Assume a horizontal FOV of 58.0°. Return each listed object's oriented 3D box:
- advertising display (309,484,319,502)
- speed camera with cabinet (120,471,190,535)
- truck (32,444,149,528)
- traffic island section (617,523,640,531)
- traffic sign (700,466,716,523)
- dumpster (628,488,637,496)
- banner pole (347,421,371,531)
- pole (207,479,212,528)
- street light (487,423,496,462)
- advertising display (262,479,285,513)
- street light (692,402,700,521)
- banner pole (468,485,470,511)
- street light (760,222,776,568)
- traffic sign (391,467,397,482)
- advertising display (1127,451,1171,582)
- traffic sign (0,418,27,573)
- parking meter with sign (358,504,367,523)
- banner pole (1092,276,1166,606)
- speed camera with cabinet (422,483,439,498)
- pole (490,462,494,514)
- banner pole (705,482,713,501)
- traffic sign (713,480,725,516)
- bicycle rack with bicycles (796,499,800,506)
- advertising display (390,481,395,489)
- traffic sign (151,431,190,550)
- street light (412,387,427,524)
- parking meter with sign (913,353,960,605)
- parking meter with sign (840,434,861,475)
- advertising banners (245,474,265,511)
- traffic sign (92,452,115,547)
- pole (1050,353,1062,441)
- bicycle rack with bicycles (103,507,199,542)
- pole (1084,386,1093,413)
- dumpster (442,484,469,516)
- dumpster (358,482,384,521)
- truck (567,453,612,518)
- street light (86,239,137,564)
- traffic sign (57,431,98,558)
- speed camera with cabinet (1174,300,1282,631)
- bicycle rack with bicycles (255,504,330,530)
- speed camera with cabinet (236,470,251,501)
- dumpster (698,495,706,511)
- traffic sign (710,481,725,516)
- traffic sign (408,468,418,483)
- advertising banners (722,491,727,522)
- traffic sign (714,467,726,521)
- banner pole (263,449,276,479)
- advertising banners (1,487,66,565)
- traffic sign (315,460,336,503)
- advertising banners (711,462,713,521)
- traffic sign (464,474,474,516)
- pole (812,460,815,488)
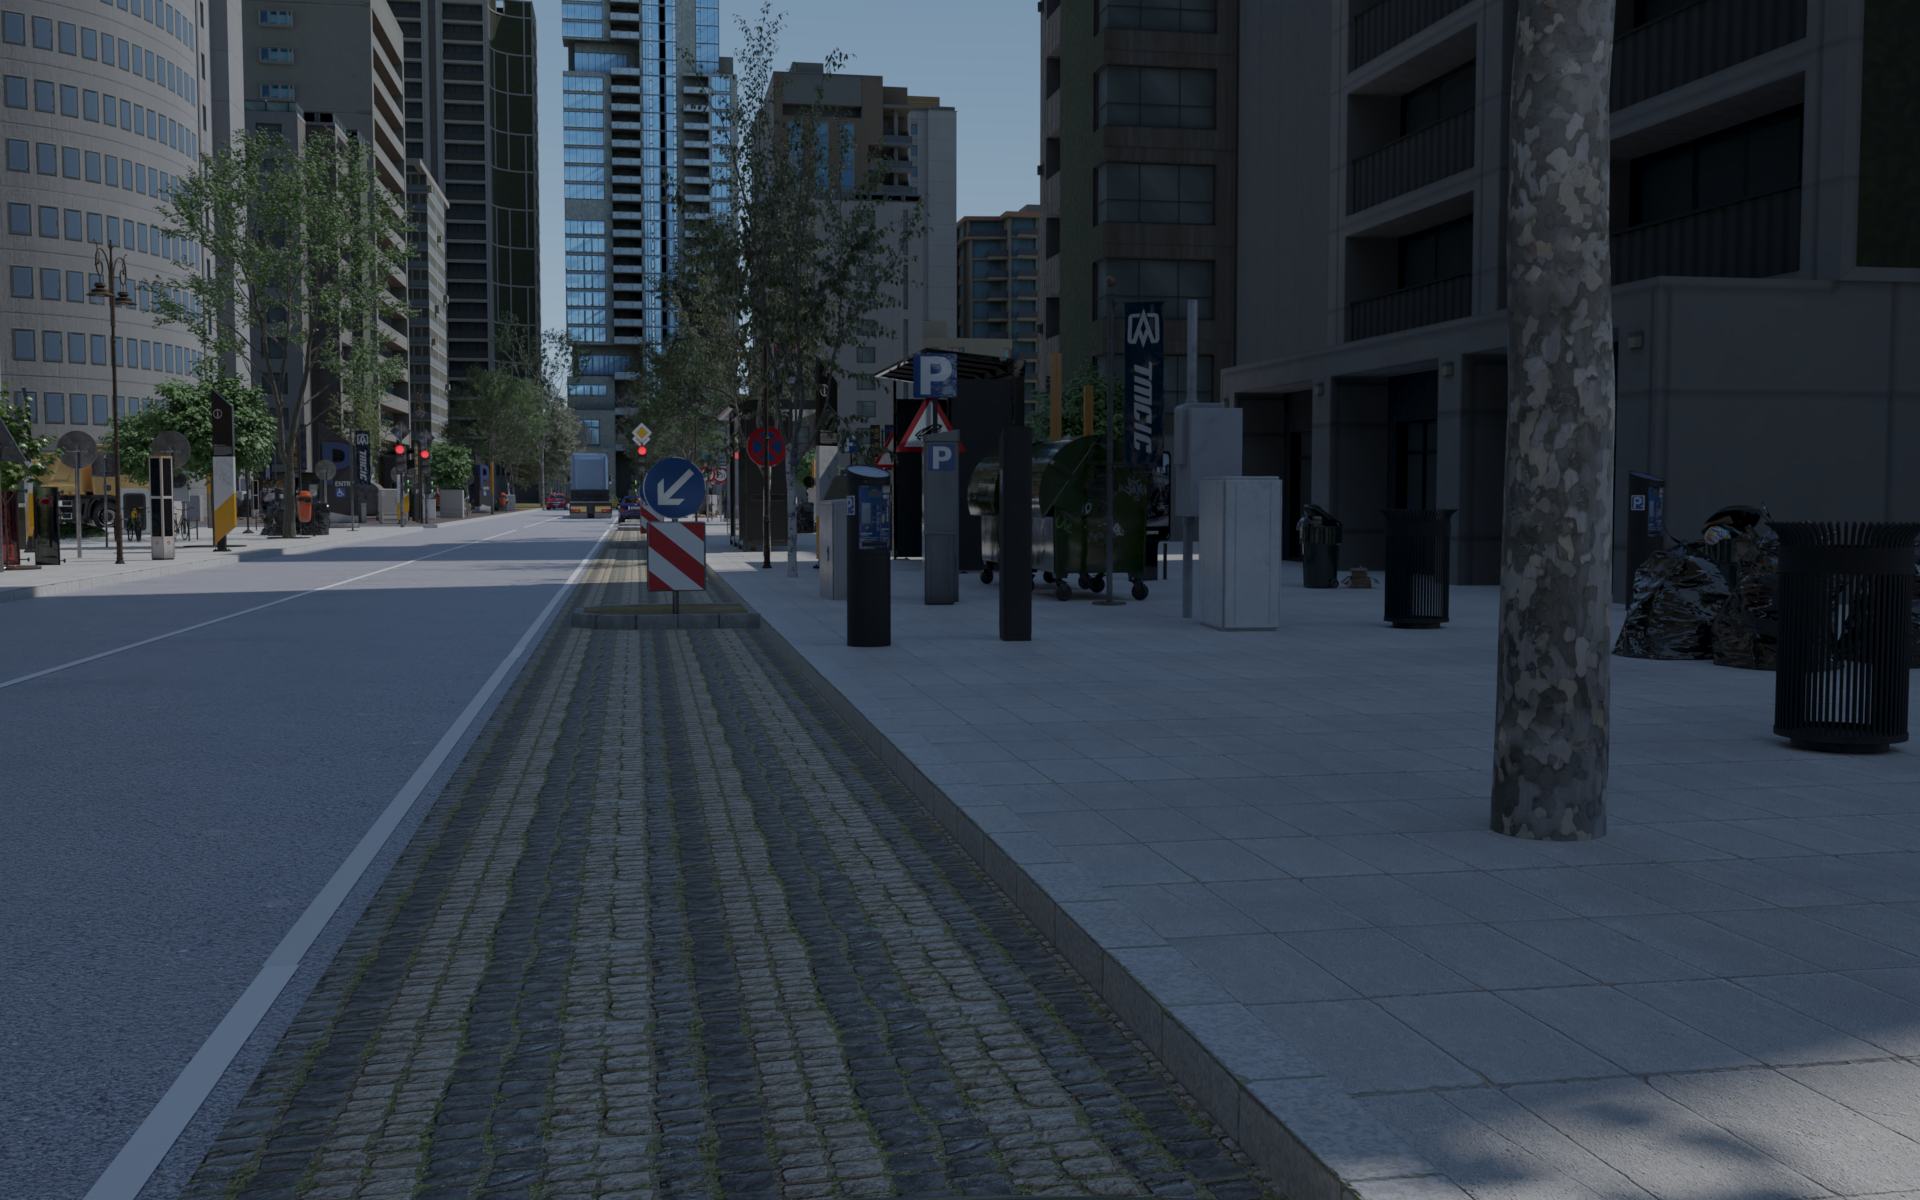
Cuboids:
[{"bbox_3d":[-42.925,-6.720,115.088,0.974,1.923,0.123,3,4,38],"label":"advertising display"},{"bbox_3d":[-25.523,-3.701,54.853,2.038,3.252,0.660,-1,4,-22],"label":"speed camera with cabinet"},{"bbox_3d":[-35.019,-4.364,67.274,9.791,3.379,3.469,-1,4,-10],"label":"truck"},{"bbox_3d":[-12.467,-2.811,68.239,2.009,0.180,2.903,-1,4,-11],"label":"traffic island section"},{"bbox_3d":[-11.361,-4.762,77.964,0.768,2.556,0.104,0,4,-4],"label":"traffic sign"},{"bbox_3d":[-41.949,-13.410,224.203,1.985,2.255,1.502,-1,4,-9],"label":"dumpster"},{"bbox_3d":[-20.777,-4.271,59.841,0.863,3.779,0.401,-1,4,-20],"label":"banner pole"},{"bbox_3d":[-28.076,-4.339,64.780,0.158,3.312,0.155,0,3,0],"label":"pole"},{"bbox_3d":[-30.623,-8.598,113.372,0.468,5.910,1.993,-1,4,-11],"label":"street light"},{"bbox_3d":[-30.136,-4.334,76.071,0.974,1.923,0.123,0,4,-5],"label":"advertising display"},{"bbox_3d":[-10.390,-5.829,68.093,0.468,5.910,1.993,-1,4,-11],"label":"street light"},{"bbox_3d":[-37.481,-8.667,131.715,0.401,3.779,0.863,-3,5,-43],"label":"banner pole"},{"bbox_3d":[-3.335,-3.484,29.752,0.468,5.910,1.993,-1,4,-11],"label":"street light"},{"bbox_3d":[-25.060,-4.729,77.432,0.768,2.556,0.104,0,4,-5],"label":"traffic sign"},{"bbox_3d":[2.786,-1.250,25.646,0.123,1.923,0.974,3,5,43],"label":"advertising display"},{"bbox_3d":[-15.674,-1.727,28.248,0.884,2.594,0.081,0,4,-1],"label":"traffic sign"},{"bbox_3d":[-26.736,-4.866,75.821,0.543,3.016,1.738,1,4,20],"label":"parking meter with sign"},{"bbox_3d":[1.949,-1.828,19.903,0.863,3.779,0.401,1,4,20],"label":"banner pole"},{"bbox_3d":[-43.587,-9.014,141.707,2.038,3.252,0.660,0,4,2],"label":"speed camera with cabinet"},{"bbox_3d":[-29.382,-7.026,108.724,0.158,3.312,0.155,0,3,0],"label":"pole"},{"bbox_3d":[-19.643,-8.873,135.087,0.863,3.779,0.401,-2,4,-27],"label":"banner pole"},{"bbox_3d":[-14.226,-6.257,102.406,0.768,2.556,0.104,0,4,-2],"label":"traffic sign"},{"bbox_3d":[-12.175,-6.831,125.061,2.925,0.926,2.852,3,5,39],"label":"bicycle rack with bicycles"},{"bbox_3d":[-27.902,-4.888,85.137,0.123,1.923,0.974,-2,4,-24],"label":"advertising display"},{"bbox_3d":[-15.925,-2.132,34.967,0.768,2.556,0.104,0,4,-3],"label":"traffic sign"},{"bbox_3d":[-23.419,-6.264,75.211,0.468,5.910,1.993,-1,4,-11],"label":"street light"},{"bbox_3d":[-0.260,-1.498,20.753,0.543,3.016,1.738,0,4,-3],"label":"parking meter with sign"},{"bbox_3d":[-3.201,-3.254,49.461,0.543,3.016,1.738,0,4,3],"label":"parking meter with sign"},{"bbox_3d":[-40.829,-6.374,100.399,2.074,3.025,0.090,2,4,33],"label":"advertising banners"},{"bbox_3d":[-20.615,-2.426,41.788,0.606,2.300,0.079,0,4,-8],"label":"traffic sign"},{"bbox_3d":[1.394,-1.920,25.230,0.158,3.312,0.155,0,3,0],"label":"pole"},{"bbox_3d":[-22.113,-2.081,47.398,2.852,0.926,2.925,-1,4,-16],"label":"bicycle rack with bicycles"},{"bbox_3d":[2.422,-2.381,32.771,0.158,3.312,0.155,0,3,0],"label":"pole"},{"bbox_3d":[-29.561,-6.043,101.293,1.502,2.255,1.985,-1,4,-11],"label":"dumpster"},{"bbox_3d":[-28.136,-4.688,82.403,1.264,1.857,1.865,-1,4,-11],"label":"dumpster"},{"bbox_3d":[-23.292,-7.293,108.997,2.967,4.110,18.799,-1,4,-12],"label":"truck"},{"bbox_3d":[-15.418,-3.598,31.610,0.468,5.910,1.993,-1,4,-11],"label":"street light"},{"bbox_3d":[-17.700,-2.119,34.747,0.768,2.556,0.104,-1,4,-9],"label":"traffic sign"},{"bbox_3d":[2.625,-1.391,17.075,0.660,3.252,2.038,0,4,-6],"label":"speed camera with cabinet"},{"bbox_3d":[-23.743,-2.935,61.364,2.852,0.926,2.925,-2,4,-30],"label":"bicycle rack with bicycles"},{"bbox_3d":[-43.071,-6.712,104.071,0.660,3.252,2.038,0,4,-4],"label":"speed camera with cabinet"},{"bbox_3d":[-16.216,-6.158,106.440,1.264,1.857,1.865,-1,4,-10],"label":"dumpster"},{"bbox_3d":[-14.448,-6.311,103.184,0.884,2.594,0.081,-1,4,-9],"label":"traffic sign"},{"bbox_3d":[-26.510,-5.135,84.057,0.768,2.556,0.104,0,4,-2],"label":"traffic sign"},{"bbox_3d":[-10.608,-5.118,79.871,0.090,3.025,2.074,-2,4,-25],"label":"advertising banners"},{"bbox_3d":[-11.212,-4.958,81.176,0.768,2.556,0.104,0,4,-4],"label":"traffic sign"},{"bbox_3d":[-38.051,-6.461,95.652,0.863,3.779,0.401,-2,4,-30],"label":"banner pole"},{"bbox_3d":[-17.190,-2.141,31.200,2.074,3.025,0.090,0,4,2],"label":"advertising banners"},{"bbox_3d":[-23.495,-3.917,64.144,0.768,2.556,0.104,0,4,-2],"label":"traffic sign"},{"bbox_3d":[-11.948,-5.332,83.364,0.090,3.025,2.074,-1,4,-8],"label":"advertising banners"},{"bbox_3d":[-28.564,-6.132,100.357,0.768,2.556,0.104,0,4,-4],"label":"traffic sign"},{"bbox_3d":[-8.695,-6.677,103.012,0.158,3.312,0.155,0,3,0],"label":"pole"}]
